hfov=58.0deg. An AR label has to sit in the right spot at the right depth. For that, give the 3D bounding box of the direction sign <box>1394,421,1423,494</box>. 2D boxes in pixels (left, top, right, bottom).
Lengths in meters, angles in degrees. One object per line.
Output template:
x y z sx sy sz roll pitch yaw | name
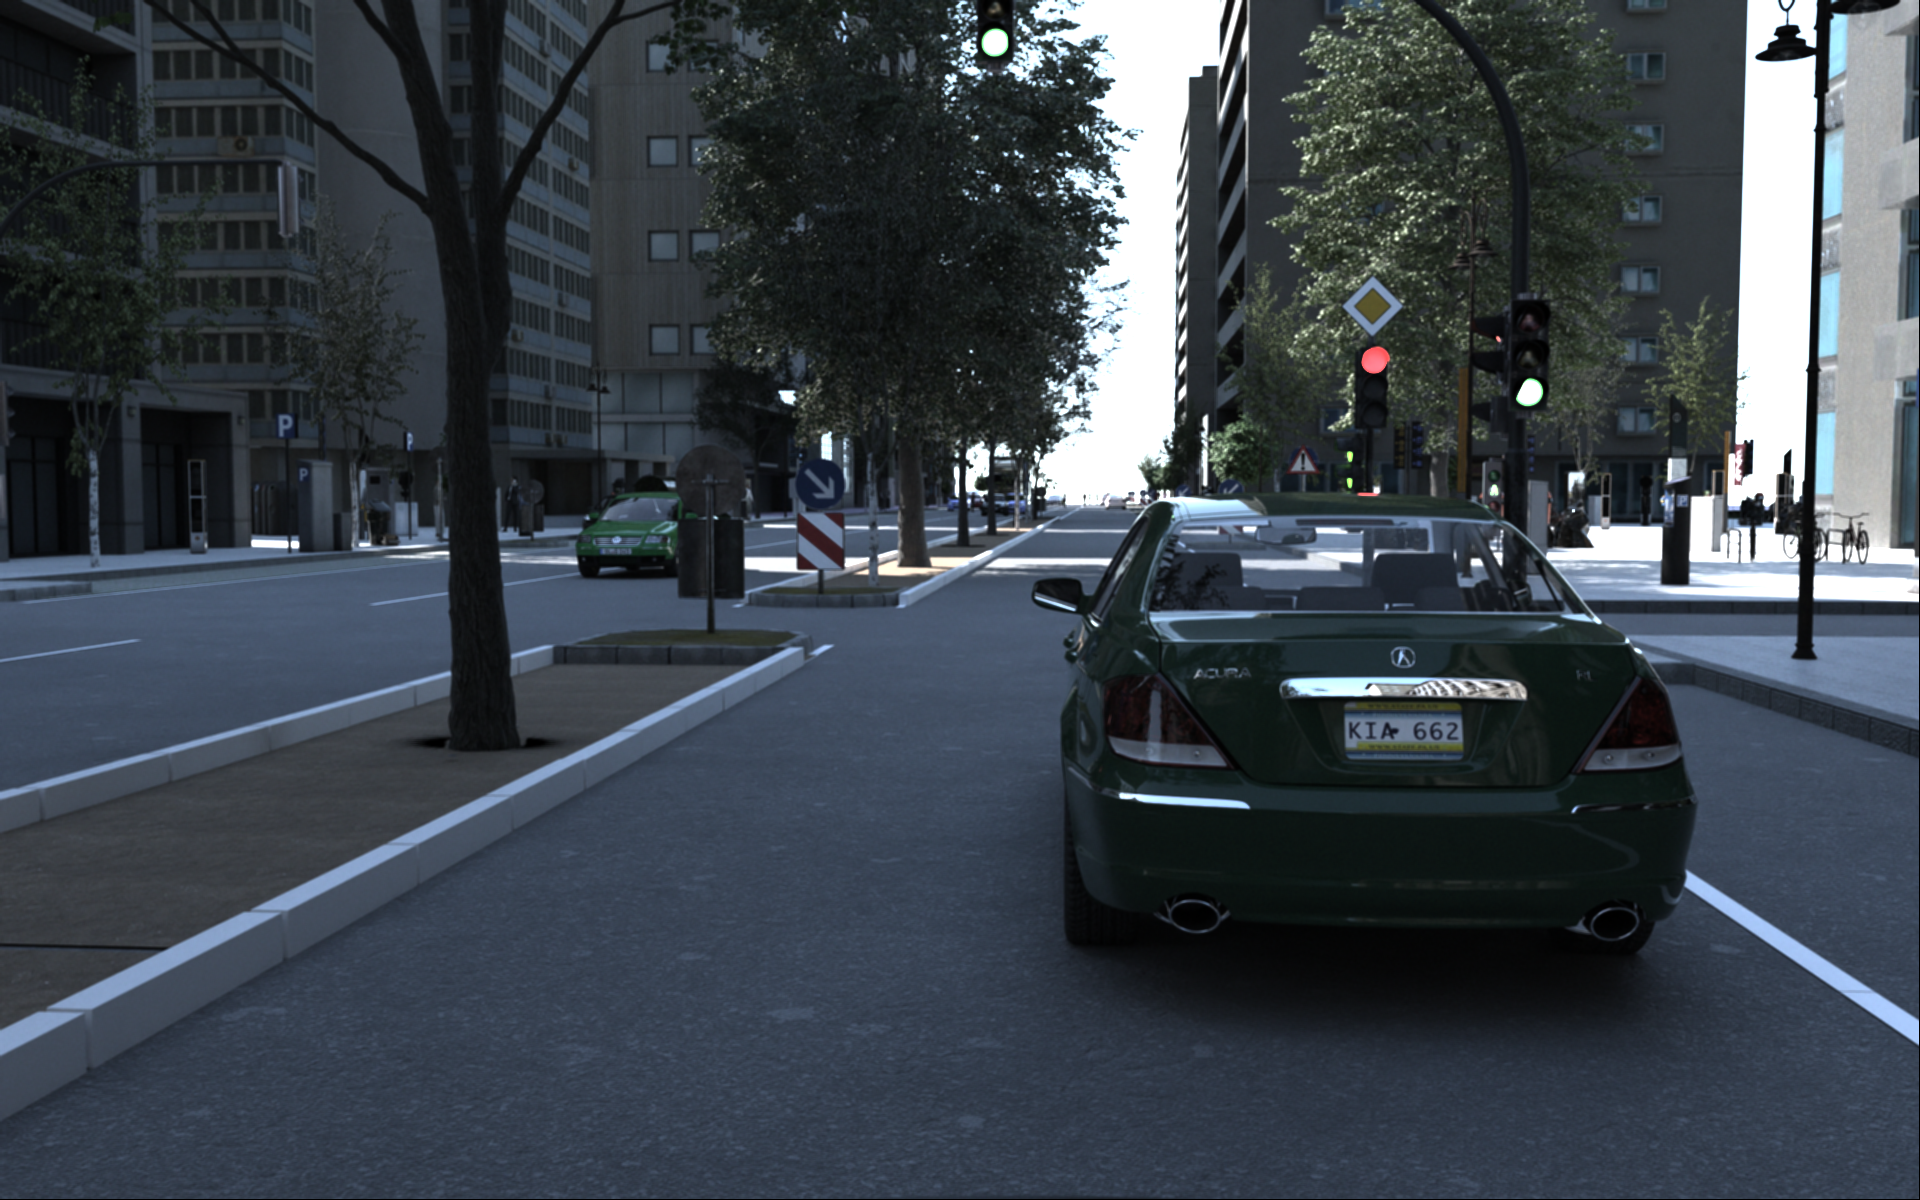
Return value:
13.967 -3.792 53.999 0.876 3.537 0.379 1 4 16 | direction sign

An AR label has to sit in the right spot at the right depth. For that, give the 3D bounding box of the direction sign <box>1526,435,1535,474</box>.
21.603 -4.547 66.340 0.876 3.537 0.379 -1 4 -18 | direction sign

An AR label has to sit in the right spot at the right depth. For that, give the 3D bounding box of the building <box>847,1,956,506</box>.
-11.154 -49.429 246.415 20.563 71.187 20.611 0 4 5 | building

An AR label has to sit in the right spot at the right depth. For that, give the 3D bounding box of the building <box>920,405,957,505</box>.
-15.437 -23.147 223.494 27.650 21.520 28.899 0 4 5 | building

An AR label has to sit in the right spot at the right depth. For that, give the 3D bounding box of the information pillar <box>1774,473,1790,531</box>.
28.392 -3.391 59.942 0.304 2.012 0.304 1 4 12 | information pillar

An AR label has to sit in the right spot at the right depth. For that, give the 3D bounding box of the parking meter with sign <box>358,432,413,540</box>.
-16.282 -3.203 48.625 1.738 3.016 0.543 0 4 1 | parking meter with sign

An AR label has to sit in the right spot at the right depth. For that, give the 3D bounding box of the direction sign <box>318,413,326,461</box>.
-17.990 -3.482 48.926 0.379 3.537 0.876 -1 4 -10 | direction sign

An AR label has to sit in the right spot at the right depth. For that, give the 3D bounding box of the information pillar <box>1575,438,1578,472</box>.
25.755 -4.958 72.418 0.183 3.616 0.504 1 4 21 | information pillar

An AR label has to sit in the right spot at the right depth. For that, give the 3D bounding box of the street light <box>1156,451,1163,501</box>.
21.195 -13.040 185.989 0.468 5.910 1.993 0 4 5 | street light

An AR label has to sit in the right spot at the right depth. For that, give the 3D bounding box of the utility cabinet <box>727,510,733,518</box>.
-12.534 -5.071 94.073 1.020 1.237 0.306 0 4 -3 | utility cabinet

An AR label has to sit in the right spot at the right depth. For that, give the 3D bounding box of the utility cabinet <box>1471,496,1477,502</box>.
21.751 -3.859 74.251 1.020 1.237 0.306 -3 4 -39 | utility cabinet

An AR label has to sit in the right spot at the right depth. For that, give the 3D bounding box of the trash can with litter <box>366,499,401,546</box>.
-14.323 -1.945 43.191 1.055 1.170 0.624 3 5 40 | trash can with litter

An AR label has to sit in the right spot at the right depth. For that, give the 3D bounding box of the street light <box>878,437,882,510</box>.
-6.256 -9.953 135.517 0.468 5.910 1.993 0 4 5 | street light

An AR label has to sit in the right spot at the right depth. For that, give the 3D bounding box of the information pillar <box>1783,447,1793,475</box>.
41.344 -5.823 86.559 0.183 3.616 0.504 -2 4 -24 | information pillar

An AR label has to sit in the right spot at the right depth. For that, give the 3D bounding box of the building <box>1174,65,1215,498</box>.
35.448 -34.780 192.357 21.300 48.544 21.600 0 4 5 | building

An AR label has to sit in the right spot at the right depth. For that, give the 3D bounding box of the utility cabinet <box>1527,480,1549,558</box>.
9.188 -1.180 27.965 0.318 1.500 1.173 0 4 3 | utility cabinet

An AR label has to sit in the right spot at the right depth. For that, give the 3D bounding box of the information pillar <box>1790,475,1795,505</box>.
31.135 -3.707 65.102 0.304 2.012 0.304 -2 4 -27 | information pillar

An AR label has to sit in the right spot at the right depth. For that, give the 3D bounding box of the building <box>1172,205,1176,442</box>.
40.918 -35.808 240.090 22.147 44.769 28.867 0 4 5 | building

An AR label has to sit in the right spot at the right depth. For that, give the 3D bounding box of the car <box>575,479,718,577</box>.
-5.548 -1.374 31.267 1.959 1.807 4.718 0 4 5 | car

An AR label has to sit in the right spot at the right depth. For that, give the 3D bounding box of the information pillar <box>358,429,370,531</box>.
-20.528 -4.180 59.697 0.183 3.616 0.504 1 4 17 | information pillar

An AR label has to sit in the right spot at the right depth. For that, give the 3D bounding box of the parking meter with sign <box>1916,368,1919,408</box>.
14.072 -1.718 24.354 1.738 3.016 0.543 -3 4 -39 | parking meter with sign

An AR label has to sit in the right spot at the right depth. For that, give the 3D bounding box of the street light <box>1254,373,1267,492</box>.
10.666 -5.421 61.420 0.468 5.910 1.993 0 4 5 | street light

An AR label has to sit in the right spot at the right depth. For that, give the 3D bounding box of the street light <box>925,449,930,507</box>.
-3.177 -12.088 170.429 0.468 5.910 1.993 0 4 5 | street light

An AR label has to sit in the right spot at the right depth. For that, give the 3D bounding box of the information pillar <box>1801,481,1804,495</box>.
46.259 -5.530 94.901 0.304 2.012 0.304 1 4 20 | information pillar

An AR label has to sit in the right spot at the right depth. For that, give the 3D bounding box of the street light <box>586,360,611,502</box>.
-12.480 -5.330 59.937 0.468 5.910 1.993 0 4 5 | street light

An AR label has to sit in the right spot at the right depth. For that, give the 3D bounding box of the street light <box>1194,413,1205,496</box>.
13.489 -7.583 96.767 0.468 5.910 1.993 0 4 5 | street light

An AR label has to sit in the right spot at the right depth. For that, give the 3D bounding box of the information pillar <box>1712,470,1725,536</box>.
23.490 -3.009 53.693 0.304 2.012 0.304 1 4 14 | information pillar

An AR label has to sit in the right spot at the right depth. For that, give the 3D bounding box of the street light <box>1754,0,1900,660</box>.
6.584 -2.480 13.328 0.468 5.910 1.993 0 4 5 | street light

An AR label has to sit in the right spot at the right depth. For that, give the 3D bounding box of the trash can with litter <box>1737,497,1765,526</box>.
32.054 -3.599 70.224 0.624 1.170 1.055 -2 4 -33 | trash can with litter

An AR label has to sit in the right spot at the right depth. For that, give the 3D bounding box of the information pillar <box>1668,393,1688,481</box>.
16.709 -2.997 40.364 0.504 3.616 0.183 -1 4 -21 | information pillar

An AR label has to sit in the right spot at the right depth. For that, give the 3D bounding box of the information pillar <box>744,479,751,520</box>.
-10.408 -4.908 84.730 0.304 2.012 0.304 -1 4 -17 | information pillar

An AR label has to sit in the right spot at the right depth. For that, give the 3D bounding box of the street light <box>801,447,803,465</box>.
-9.172 -7.821 100.659 0.468 5.910 1.993 0 4 5 | street light

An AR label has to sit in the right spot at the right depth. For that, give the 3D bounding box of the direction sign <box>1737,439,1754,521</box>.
32.400 -4.847 71.246 0.379 3.537 0.876 0 4 -2 | direction sign

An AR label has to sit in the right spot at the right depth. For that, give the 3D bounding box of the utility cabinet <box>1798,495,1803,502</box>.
39.568 -4.244 80.552 0.306 1.237 1.020 -3 5 -45 | utility cabinet

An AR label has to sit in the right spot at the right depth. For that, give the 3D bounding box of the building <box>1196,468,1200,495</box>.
32.528 -43.977 157.278 20.563 71.187 20.611 0 4 5 | building

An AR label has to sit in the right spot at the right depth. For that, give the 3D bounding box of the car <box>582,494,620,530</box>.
-10.733 -2.784 55.302 2.009 1.686 4.222 0 4 6 | car

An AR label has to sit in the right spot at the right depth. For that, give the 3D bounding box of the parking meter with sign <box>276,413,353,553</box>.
-14.181 -2.562 38.157 0.543 3.016 1.738 1 4 23 | parking meter with sign

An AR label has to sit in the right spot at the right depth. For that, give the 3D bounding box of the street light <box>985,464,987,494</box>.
3.738 -17.200 254.005 0.468 5.910 1.993 0 4 5 | street light

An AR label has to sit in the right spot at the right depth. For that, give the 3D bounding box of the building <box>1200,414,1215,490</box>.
30.583 -50.044 130.895 22.319 86.520 31.000 0 4 5 | building

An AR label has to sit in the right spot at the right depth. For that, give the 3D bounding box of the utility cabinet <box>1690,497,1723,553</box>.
16.411 -1.669 38.452 0.306 1.237 1.020 -2 4 -25 | utility cabinet

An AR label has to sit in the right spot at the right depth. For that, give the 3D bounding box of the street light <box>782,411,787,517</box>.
-9.580 -7.470 94.921 0.468 5.910 1.993 0 4 5 | street light

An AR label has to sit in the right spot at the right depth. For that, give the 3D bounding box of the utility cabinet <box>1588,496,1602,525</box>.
26.263 -3.683 71.375 1.020 1.237 0.306 -3 5 -43 | utility cabinet

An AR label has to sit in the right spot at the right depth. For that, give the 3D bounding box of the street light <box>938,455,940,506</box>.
-2.216 -12.888 183.513 0.468 5.910 1.993 0 4 5 | street light

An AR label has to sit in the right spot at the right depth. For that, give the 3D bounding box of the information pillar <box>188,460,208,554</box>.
-16.369 -2.000 37.194 0.304 2.012 0.304 -1 4 -14 | information pillar

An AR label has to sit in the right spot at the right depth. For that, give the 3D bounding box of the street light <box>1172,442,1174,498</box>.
17.029 -10.117 138.194 0.468 5.910 1.993 0 4 5 | street light

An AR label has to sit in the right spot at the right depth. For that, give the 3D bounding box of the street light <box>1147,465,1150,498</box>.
24.079 -15.177 220.928 0.468 5.910 1.993 0 4 5 | street light

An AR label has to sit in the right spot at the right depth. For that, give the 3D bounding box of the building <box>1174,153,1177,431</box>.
37.675 -36.092 213.805 21.300 48.544 21.600 0 4 5 | building

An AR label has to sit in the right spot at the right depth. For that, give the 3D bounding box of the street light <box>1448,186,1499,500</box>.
7.792 -3.281 26.436 0.468 5.910 1.993 0 4 5 | street light

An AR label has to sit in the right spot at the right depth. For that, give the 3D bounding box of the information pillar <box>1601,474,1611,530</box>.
23.113 -3.515 61.962 0.304 2.012 0.304 1 4 21 | information pillar

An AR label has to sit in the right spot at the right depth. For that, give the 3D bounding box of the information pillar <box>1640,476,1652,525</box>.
28.148 -4.070 71.031 0.304 2.012 0.304 -1 4 -10 | information pillar

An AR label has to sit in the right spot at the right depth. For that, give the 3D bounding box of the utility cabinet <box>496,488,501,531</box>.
-16.037 -3.071 58.881 0.318 1.500 1.173 1 4 13 | utility cabinet
